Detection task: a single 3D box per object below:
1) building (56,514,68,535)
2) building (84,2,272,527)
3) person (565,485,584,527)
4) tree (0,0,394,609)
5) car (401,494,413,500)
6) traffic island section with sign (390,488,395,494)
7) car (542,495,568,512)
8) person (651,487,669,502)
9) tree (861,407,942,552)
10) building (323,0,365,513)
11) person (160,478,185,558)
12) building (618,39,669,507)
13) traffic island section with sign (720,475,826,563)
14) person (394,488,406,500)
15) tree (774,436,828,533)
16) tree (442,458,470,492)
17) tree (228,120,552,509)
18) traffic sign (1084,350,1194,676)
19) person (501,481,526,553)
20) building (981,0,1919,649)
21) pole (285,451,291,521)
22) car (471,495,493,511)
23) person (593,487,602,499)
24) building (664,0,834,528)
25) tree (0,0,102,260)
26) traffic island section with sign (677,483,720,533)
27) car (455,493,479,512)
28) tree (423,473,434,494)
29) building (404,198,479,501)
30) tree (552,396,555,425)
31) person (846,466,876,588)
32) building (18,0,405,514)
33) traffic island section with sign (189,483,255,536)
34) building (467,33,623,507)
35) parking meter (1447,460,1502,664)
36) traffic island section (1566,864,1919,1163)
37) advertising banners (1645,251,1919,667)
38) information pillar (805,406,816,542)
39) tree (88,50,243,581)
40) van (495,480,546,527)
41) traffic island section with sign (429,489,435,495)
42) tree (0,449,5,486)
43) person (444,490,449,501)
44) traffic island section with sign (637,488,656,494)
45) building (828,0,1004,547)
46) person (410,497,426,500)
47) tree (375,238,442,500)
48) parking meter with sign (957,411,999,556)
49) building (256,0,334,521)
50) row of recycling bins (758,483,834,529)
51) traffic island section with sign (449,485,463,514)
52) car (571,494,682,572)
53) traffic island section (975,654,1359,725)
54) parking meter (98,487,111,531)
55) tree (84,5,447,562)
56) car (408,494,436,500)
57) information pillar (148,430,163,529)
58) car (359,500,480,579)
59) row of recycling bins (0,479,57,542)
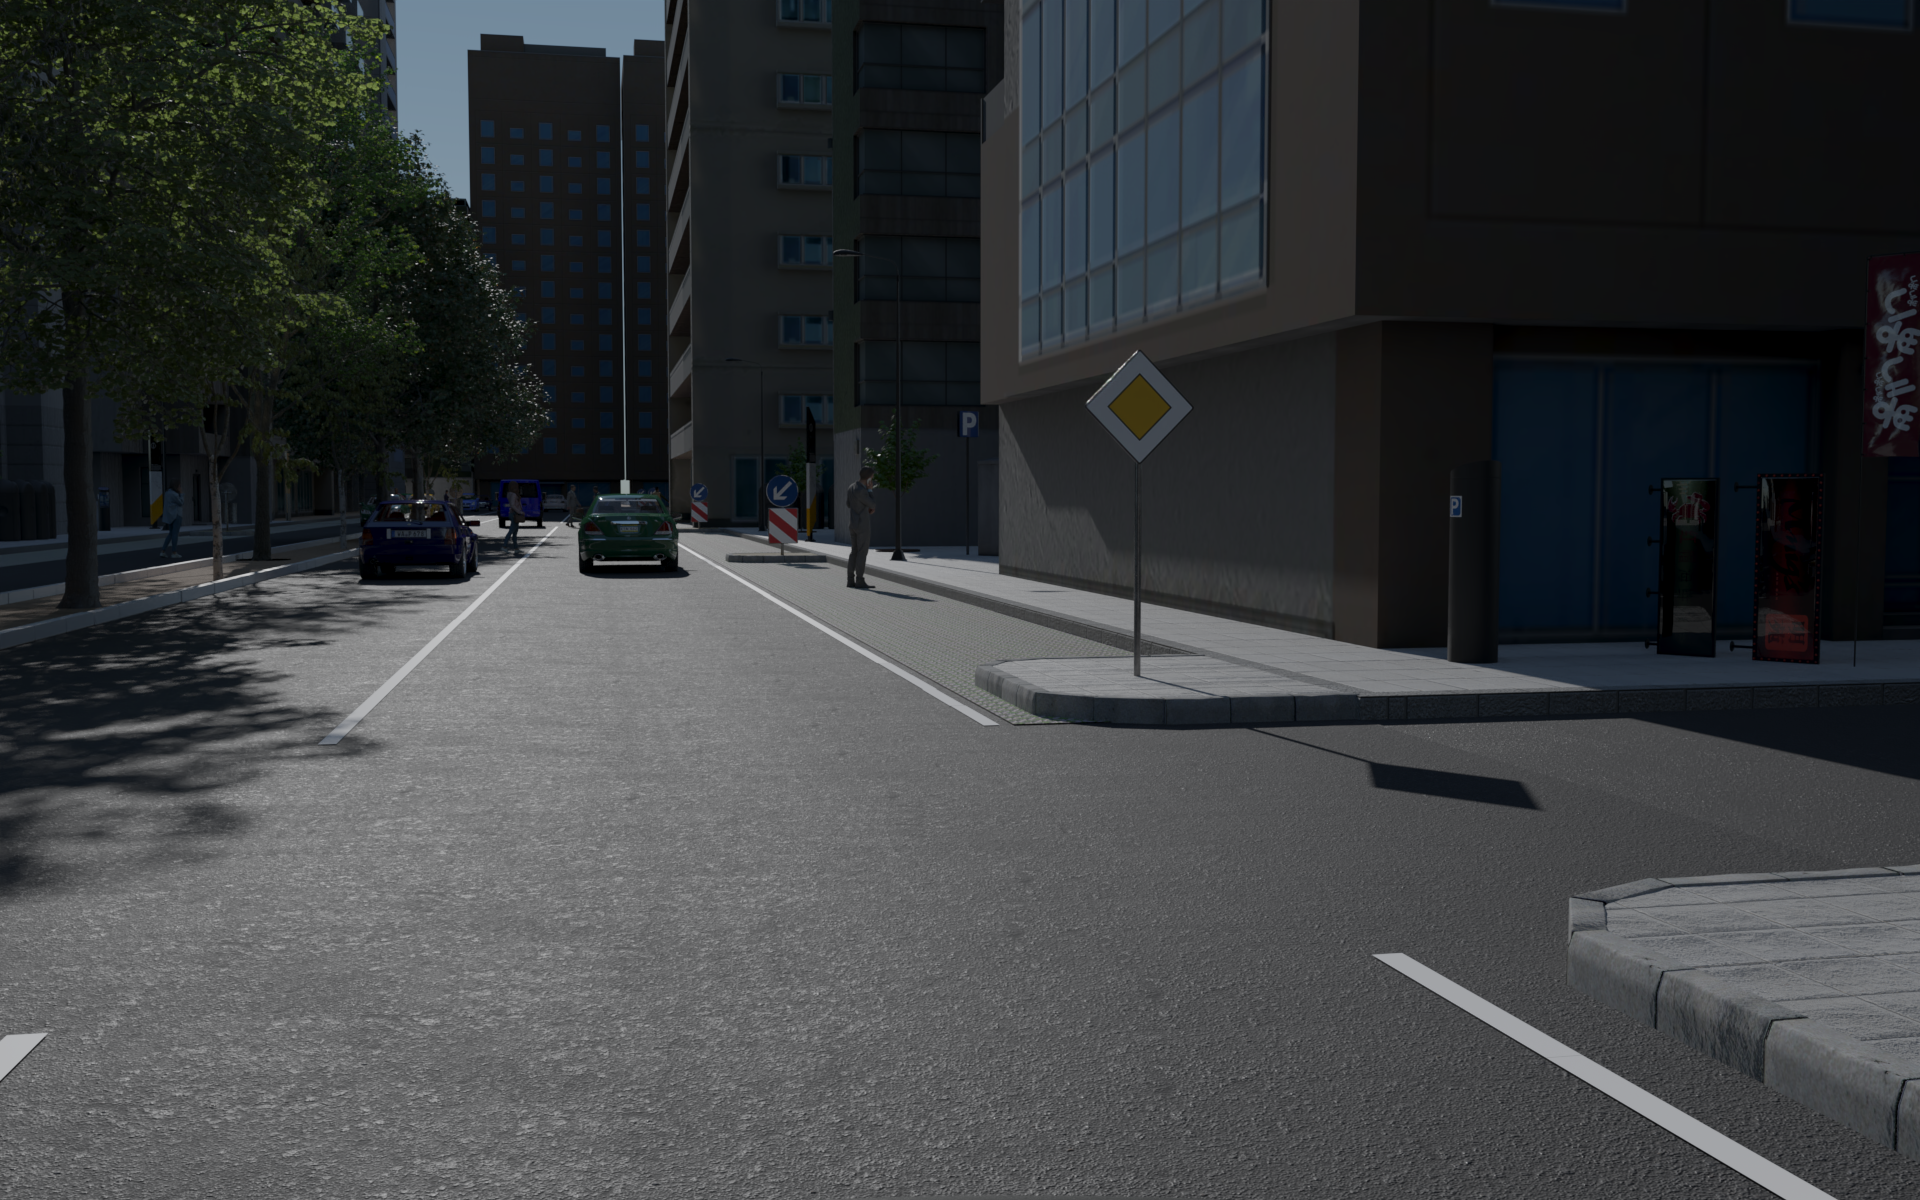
[{"bbox_3d":[-36.115,-30.408,39.172,21.231,58.520,28.212,-1,4,-12],"label":"building"},{"bbox_3d":[-36.722,-18.223,69.653,14.160,30.474,14.107,-1,4,-12],"label":"building"},{"bbox_3d":[-16.631,-4.026,74.443,0.853,1.813,0.709,1,4,12],"label":"person"},{"bbox_3d":[-11.196,-6.186,21.722,7.486,12.596,7.792,0,3,0],"label":"tree"},{"bbox_3d":[-38.174,-6.753,119.215,1.959,1.807,4.718,-1,4,-13],"label":"car"},{"bbox_3d":[-35.686,-6.122,108.716,1.989,1.847,2.006,-1,4,-12],"label":"traffic island section with sign"},{"bbox_3d":[-32.212,-7.678,137.902,2.083,1.381,4.827,-1,4,-10],"label":"car"},{"bbox_3d":[-15.597,-4.932,89.234,1.348,1.812,0.705,0,4,8],"label":"person"},{"bbox_3d":[-1.465,-2.693,38.639,1.663,3.219,1.824,0,3,0],"label":"tree"},{"bbox_3d":[-52.207,-30.321,115.352,23.786,49.044,30.456,-1,4,-12],"label":"building"},{"bbox_3d":[-17.728,-1.847,38.955,0.793,1.790,0.793,1,4,10],"label":"person"},{"bbox_3d":[-26.770,-32.130,175.437,14.200,45.320,14.600,-1,4,-12],"label":"building"},{"bbox_3d":[-3.953,-1.720,36.756,1.989,1.847,2.006,-1,4,-12],"label":"traffic island section with sign"},{"bbox_3d":[-28.679,-4.825,88.109,1.217,1.743,0.721,-1,4,-10],"label":"person"},{"bbox_3d":[-5.429,-3.862,57.747,1.663,3.219,1.824,0,3,0],"label":"tree"},{"bbox_3d":[-21.287,-7.118,69.194,4.737,8.622,4.395,0,3,0],"label":"tree"},{"bbox_3d":[-17.567,-8.131,52.413,9.611,12.733,9.660,0,3,0],"label":"tree"},{"bbox_3d":[1.246,-0.520,12.152,0.795,2.450,0.064,-1,4,-12],"label":"traffic sign"},{"bbox_3d":[-10.861,-2.012,41.984,0.643,1.750,0.593,-2,4,-29],"label":"person"},{"bbox_3d":[8.648,-22.669,20.745,14.200,45.320,14.600,-1,4,-12],"label":"building"},{"bbox_3d":[-31.951,-5.411,82.313,0.158,3.312,0.155,0,3,0],"label":"pole"},{"bbox_3d":[-40.738,-8.255,147.548,1.945,1.354,3.894,-1,4,-13],"label":"car"},{"bbox_3d":[-16.802,-4.368,80.261,0.721,1.781,0.623,-2,4,-27],"label":"person"},{"bbox_3d":[-1.848,-27.701,76.620,21.300,48.544,21.600,-1,4,-12],"label":"building"},{"bbox_3d":[-9.970,-3.829,15.430,4.360,8.622,3.978,0,3,0],"label":"tree"},{"bbox_3d":[-9.866,-3.417,64.499,1.989,1.847,2.006,-1,4,-12],"label":"traffic island section with sign"},{"bbox_3d":[-39.687,-7.945,139.490,1.945,1.707,3.694,-1,4,-12],"label":"car"},{"bbox_3d":[-48.714,-9.970,157.606,1.663,3.219,1.824,0,3,0],"label":"tree"},{"bbox_3d":[-54.768,-24.359,169.966,14.107,30.474,14.160,-1,4,-12],"label":"building"},{"bbox_3d":[-19.500,-8.719,62.026,9.611,12.733,9.660,0,3,0],"label":"tree"},{"bbox_3d":[-1.474,-1.100,26.287,0.447,1.846,0.655,-2,4,-30],"label":"person"},{"bbox_3d":[-60.807,-36.637,141.014,28.212,58.520,21.231,-1,4,-12],"label":"building"},{"bbox_3d":[-25.233,-3.113,59.527,1.989,1.847,2.006,-1,4,-12],"label":"traffic island section with sign"},{"bbox_3d":[-41.133,-32.008,173.434,14.200,45.320,14.600,-1,4,-12],"label":"building"},{"bbox_3d":[3.926,-0.294,13.222,0.372,1.533,0.369,0,3,0],"label":"parking meter"},{"bbox_3d":[2.928,1.092,4.423,2.009,0.180,2.903,-1,4,-12],"label":"traffic island section"},{"bbox_3d":[6.271,-1.036,13.129,2.074,3.025,0.090,3,5,44],"label":"advertising banners"},{"bbox_3d":[-4.003,-3.375,46.540,0.183,3.616,0.504,1,4,17],"label":"information pillar"},{"bbox_3d":[-12.107,-4.598,27.996,4.737,8.622,4.395,0,3,0],"label":"tree"},{"bbox_3d":[-19.438,-4.418,76.619,2.240,2.365,5.245,-1,4,-14],"label":"van"},{"bbox_3d":[-41.374,-7.757,135.450,1.989,1.847,2.006,-1,4,-12],"label":"traffic island section with sign"},{"bbox_3d":[-33.800,-4.048,60.781,1.663,3.219,1.824,0,3,0],"label":"tree"},{"bbox_3d":[-33.281,-6.288,112.231,0.530,1.710,0.541,-1,4,-15],"label":"person"},{"bbox_3d":[-25.566,-7.936,138.380,1.989,1.847,2.006,-1,4,-12],"label":"traffic island section with sign"},{"bbox_3d":[3.044,-16.977,49.284,14.160,30.474,14.107,-1,4,-12],"label":"building"},{"bbox_3d":[-29.349,-5.199,94.030,1.217,1.766,0.721,-3,5,-41],"label":"person"},{"bbox_3d":[-15.994,-5.620,44.713,4.737,8.622,4.395,0,3,0],"label":"tree"},{"bbox_3d":[0.730,-2.422,35.856,0.543,3.016,1.738,-3,5,-43],"label":"parking meter with sign"},{"bbox_3d":[-45.840,-28.529,90.158,21.300,48.544,21.600,-1,4,-12],"label":"building"},{"bbox_3d":[-5.728,-3.445,63.432,3.534,1.692,1.069,1,4,15],"label":"row of recycling bins"},{"bbox_3d":[-24.274,-4.597,83.290,2.006,1.907,1.989,-1,4,-12],"label":"traffic island section with sign"},{"bbox_3d":[-6.386,-1.314,33.280,2.131,1.459,4.920,-1,4,-11],"label":"car"},{"bbox_3d":[1.267,0.614,12.234,2.009,0.180,2.903,-1,4,-12],"label":"traffic island section"},{"bbox_3d":[-29.666,-3.157,60.030,0.372,1.533,0.369,0,3,0],"label":"parking meter"},{"bbox_3d":[-14.801,-6.630,36.616,9.928,11.665,9.643,0,3,0],"label":"tree"},{"bbox_3d":[-31.352,-5.544,100.865,2.015,1.641,3.980,-1,4,-10],"label":"car"},{"bbox_3d":[-29.598,-4.425,63.711,0.183,3.616,0.504,2,4,26],"label":"information pillar"},{"bbox_3d":[-9.534,-1.106,30.665,1.945,1.354,3.894,-1,4,-11],"label":"car"},{"bbox_3d":[-26.120,-2.518,48.276,1.069,1.692,3.534,-1,4,-9],"label":"row of recycling bins"}]
